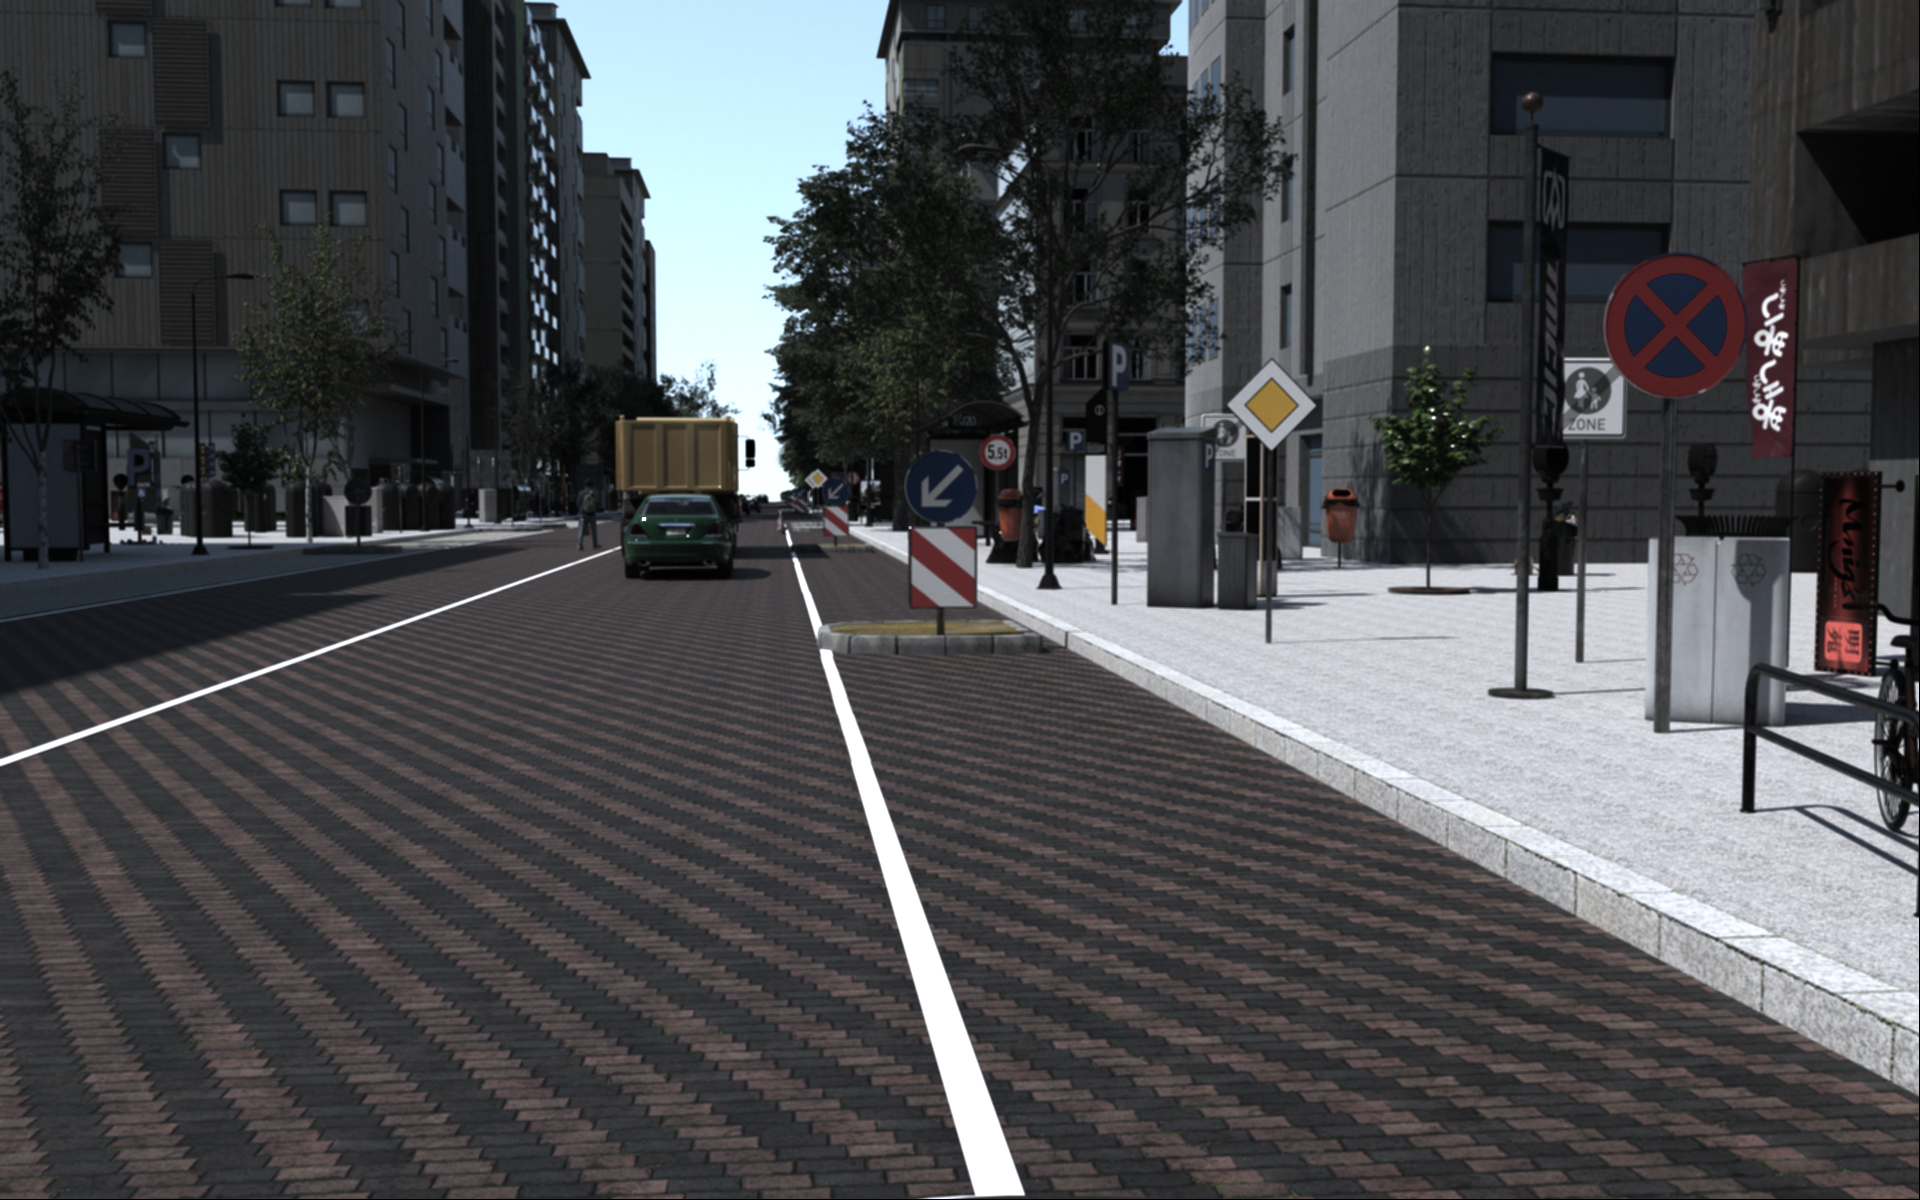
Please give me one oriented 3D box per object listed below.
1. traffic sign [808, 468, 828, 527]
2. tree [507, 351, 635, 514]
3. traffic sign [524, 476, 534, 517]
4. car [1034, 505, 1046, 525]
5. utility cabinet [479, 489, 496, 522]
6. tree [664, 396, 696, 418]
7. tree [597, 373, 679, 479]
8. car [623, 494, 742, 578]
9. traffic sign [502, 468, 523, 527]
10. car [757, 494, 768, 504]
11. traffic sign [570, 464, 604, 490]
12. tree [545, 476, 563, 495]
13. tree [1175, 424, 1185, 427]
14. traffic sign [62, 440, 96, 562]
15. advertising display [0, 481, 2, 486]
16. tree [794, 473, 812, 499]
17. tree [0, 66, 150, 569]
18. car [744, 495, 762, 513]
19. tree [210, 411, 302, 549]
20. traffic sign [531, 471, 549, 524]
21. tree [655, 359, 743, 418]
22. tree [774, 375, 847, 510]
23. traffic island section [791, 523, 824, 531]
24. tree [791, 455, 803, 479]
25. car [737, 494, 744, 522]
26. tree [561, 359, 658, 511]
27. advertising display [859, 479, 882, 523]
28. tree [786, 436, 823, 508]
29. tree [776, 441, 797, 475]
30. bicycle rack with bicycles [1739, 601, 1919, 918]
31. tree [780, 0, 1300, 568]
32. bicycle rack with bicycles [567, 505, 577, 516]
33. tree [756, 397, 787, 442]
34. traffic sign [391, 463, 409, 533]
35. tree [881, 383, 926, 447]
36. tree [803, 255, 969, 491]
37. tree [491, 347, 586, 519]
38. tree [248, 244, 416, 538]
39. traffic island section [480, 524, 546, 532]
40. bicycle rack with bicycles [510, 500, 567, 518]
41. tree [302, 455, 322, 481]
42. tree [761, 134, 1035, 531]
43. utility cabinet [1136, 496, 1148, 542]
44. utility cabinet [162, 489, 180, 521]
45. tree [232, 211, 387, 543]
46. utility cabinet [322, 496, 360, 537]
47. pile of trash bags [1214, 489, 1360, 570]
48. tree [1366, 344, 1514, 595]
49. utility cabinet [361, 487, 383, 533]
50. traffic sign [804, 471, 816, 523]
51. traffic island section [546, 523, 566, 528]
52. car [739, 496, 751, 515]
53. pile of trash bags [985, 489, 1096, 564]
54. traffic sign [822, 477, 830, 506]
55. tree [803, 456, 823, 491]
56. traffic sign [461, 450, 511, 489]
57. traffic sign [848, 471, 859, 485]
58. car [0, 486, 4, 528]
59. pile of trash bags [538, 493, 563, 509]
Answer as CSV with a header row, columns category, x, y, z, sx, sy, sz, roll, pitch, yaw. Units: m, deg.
category,x,y,z,sx,sy,sz,roll,pitch,yaw
traffic sign,-5.555,-3.920,67.732,0.795,2.450,0.064,0,4,-6
tree,-24.956,-10.884,112.363,8.767,10.594,7.601,-1,4,-19
traffic sign,-23.766,-5.705,95.405,0.606,2.300,0.079,0,4,1
car,1.990,-3.772,71.267,3.694,1.707,1.945,0,4,-7
utility cabinet,-21.112,-4.210,77.510,0.318,1.500,1.173,1,4,11
tree,-32.550,-16.468,187.372,7.486,12.596,7.792,0,3,0
tree,-29.967,-15.137,164.497,9.611,12.733,9.660,0,3,0
car,-4.983,-1.174,30.996,2.131,1.459,4.920,0,4,-7
traffic sign,-17.185,-3.845,66.510,0.795,2.450,0.064,0,4,-6
car,-29.509,-15.223,258.687,2.009,1.686,4.222,0,4,-5
traffic sign,-25.477,-7.616,118.387,2.265,3.308,0.079,0,4,-1
tree,-34.190,-9.334,147.218,1.663,3.219,1.824,0,3,0
tree,9.360,-4.864,63.238,4.285,4.588,4.351,0,3,0
traffic sign,-16.611,-1.869,32.683,0.606,2.300,0.079,0,4,-3
advertising display,-46.487,-4.788,83.494,0.123,1.923,0.974,0,4,0
tree,-21.024,-15.525,237.554,4.285,4.588,4.351,0,3,0
tree,-15.975,-4.844,29.570,4.360,8.622,3.978,0,3,0
car,-16.027,-7.279,131.594,1.945,1.354,3.894,0,4,-5
tree,-16.860,-2.826,40.811,1.663,3.219,1.824,0,3,0
traffic sign,-18.037,-4.331,74.449,0.795,2.450,0.064,0,4,-6
tree,-36.836,-23.601,241.766,12.611,20.169,13.585,0,3,0
tree,-10.795,-13.355,136.474,7.486,12.596,7.792,0,3,0
traffic island section,-5.533,-2.785,67.811,2.009,0.180,2.903,0,4,-6
tree,-18.104,-15.946,211.082,4.737,8.622,4.395,0,3,0
car,-12.331,-4.937,89.390,2.281,1.827,5.304,0,4,-5
tree,-26.830,-12.752,134.250,9.928,11.665,9.643,0,3,0
advertising display,-3.910,-4.321,75.858,0.974,1.923,0.123,1,4,8
tree,-12.802,-14.595,164.380,9.928,11.665,9.643,0,3,0
tree,-27.016,-23.441,293.636,12.009,13.543,11.850,0,3,0
bicycle rack with bicycles,4.081,0.445,6.107,2.852,0.926,2.925,1,4,9
tree,1.165,-5.815,29.487,8.767,10.594,7.601,-1,4,-11
bicycle rack with bicycles,-24.197,-5.413,101.880,2.925,0.926,2.852,-1,4,-16
tree,-25.559,-25.373,270.742,12.611,20.169,13.585,0,3,0
traffic sign,-18.544,-3.380,57.388,0.606,2.300,0.079,0,4,-2
tree,-3.300,-9.582,107.028,4.360,8.622,3.978,0,3,0
tree,-1.519,-6.235,52.311,4.737,8.622,4.395,0,3,0
tree,-21.930,-8.416,87.970,4.360,8.622,3.978,0,3,0
tree,-18.024,-6.103,50.145,4.360,8.622,3.978,0,3,0
traffic island section,-17.208,-2.709,66.569,2.009,0.180,2.903,0,4,-6
bicycle rack with bicycles,-22.871,-4.816,92.131,2.852,0.926,2.925,0,4,3
tree,-28.679,-4.913,74.932,1.663,3.219,1.824,0,3,0
tree,-2.150,-9.389,60.163,9.857,13.997,8.962,0,3,0
utility cabinet,4.894,-2.160,46.470,0.306,1.237,1.020,1,4,9
utility cabinet,-36.355,-4.358,79.931,0.318,1.500,1.173,0,4,5
tree,-17.195,-5.822,45.546,4.737,8.622,4.395,0,3,0
utility cabinet,-18.547,-2.486,51.810,1.020,1.237,0.306,1,4,20
pile of trash bags,5.164,-1.241,30.042,3.447,1.369,1.912,1,4,10
tree,6.034,-1.710,22.560,1.663,3.219,1.824,0,3,0
utility cabinet,-19.575,-2.950,56.915,1.173,1.500,0.318,1,4,16
traffic sign,-6.407,-4.405,75.671,0.795,2.450,0.064,0,4,-6
traffic island section,-18.059,-3.194,74.509,2.009,0.180,2.903,0,4,-6
car,-15.337,-6.521,119.194,1.945,1.354,3.894,0,4,-7
pile of trash bags,1.354,-1.364,32.058,1.912,1.369,3.447,1,4,17
traffic sign,-9.695,-7.686,125.776,0.768,2.556,0.104,0,4,-6
tree,-11.512,-11.897,144.870,4.360,8.622,3.978,0,3,0
traffic sign,-21.767,-5.245,79.626,2.265,3.308,0.079,0,4,-2
traffic sign,-6.038,-5.947,97.346,0.768,2.556,0.104,0,4,2
car,-40.162,-3.696,69.100,5.304,1.827,2.281,0,4,-7
pile of trash bags,-31.353,-7.398,130.717,3.447,1.369,1.912,0,4,2
